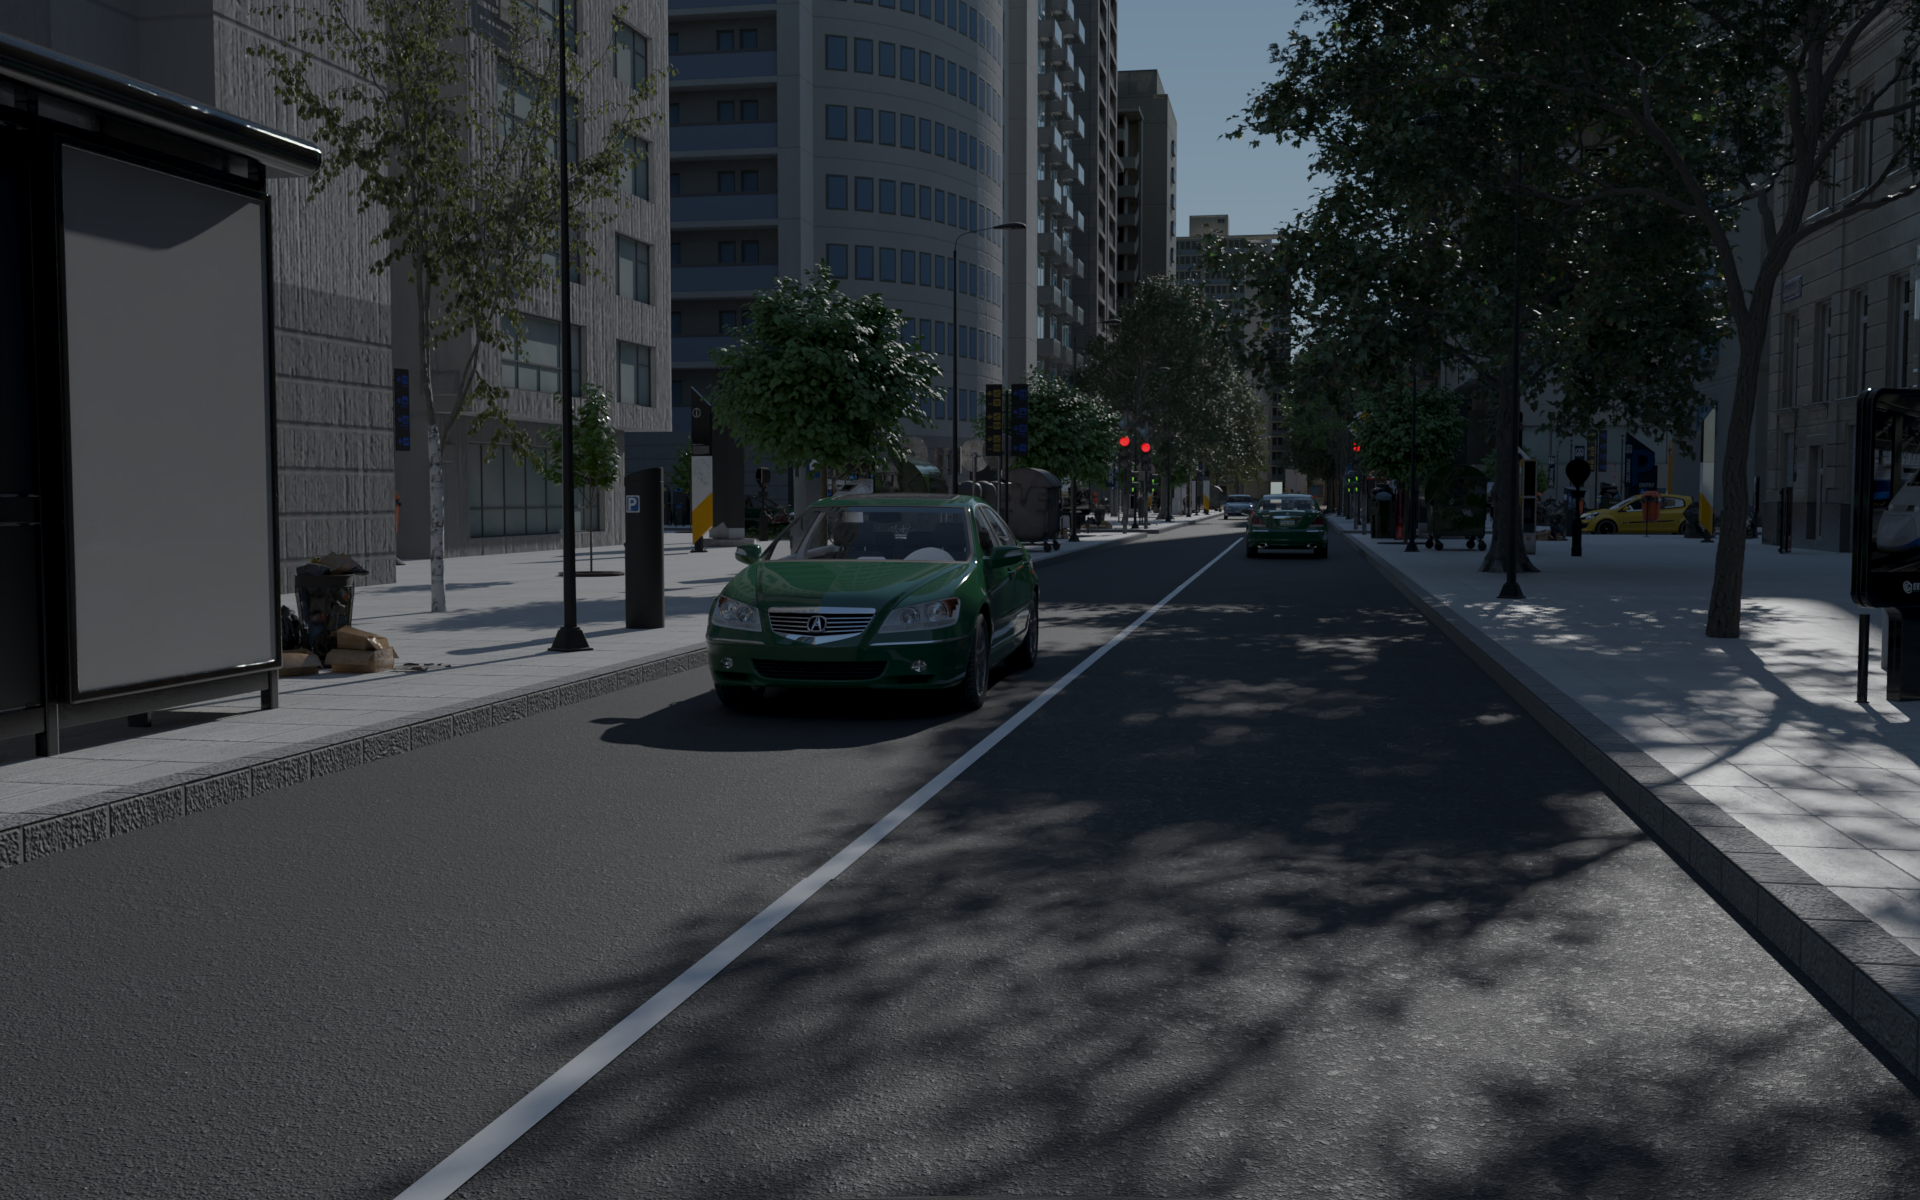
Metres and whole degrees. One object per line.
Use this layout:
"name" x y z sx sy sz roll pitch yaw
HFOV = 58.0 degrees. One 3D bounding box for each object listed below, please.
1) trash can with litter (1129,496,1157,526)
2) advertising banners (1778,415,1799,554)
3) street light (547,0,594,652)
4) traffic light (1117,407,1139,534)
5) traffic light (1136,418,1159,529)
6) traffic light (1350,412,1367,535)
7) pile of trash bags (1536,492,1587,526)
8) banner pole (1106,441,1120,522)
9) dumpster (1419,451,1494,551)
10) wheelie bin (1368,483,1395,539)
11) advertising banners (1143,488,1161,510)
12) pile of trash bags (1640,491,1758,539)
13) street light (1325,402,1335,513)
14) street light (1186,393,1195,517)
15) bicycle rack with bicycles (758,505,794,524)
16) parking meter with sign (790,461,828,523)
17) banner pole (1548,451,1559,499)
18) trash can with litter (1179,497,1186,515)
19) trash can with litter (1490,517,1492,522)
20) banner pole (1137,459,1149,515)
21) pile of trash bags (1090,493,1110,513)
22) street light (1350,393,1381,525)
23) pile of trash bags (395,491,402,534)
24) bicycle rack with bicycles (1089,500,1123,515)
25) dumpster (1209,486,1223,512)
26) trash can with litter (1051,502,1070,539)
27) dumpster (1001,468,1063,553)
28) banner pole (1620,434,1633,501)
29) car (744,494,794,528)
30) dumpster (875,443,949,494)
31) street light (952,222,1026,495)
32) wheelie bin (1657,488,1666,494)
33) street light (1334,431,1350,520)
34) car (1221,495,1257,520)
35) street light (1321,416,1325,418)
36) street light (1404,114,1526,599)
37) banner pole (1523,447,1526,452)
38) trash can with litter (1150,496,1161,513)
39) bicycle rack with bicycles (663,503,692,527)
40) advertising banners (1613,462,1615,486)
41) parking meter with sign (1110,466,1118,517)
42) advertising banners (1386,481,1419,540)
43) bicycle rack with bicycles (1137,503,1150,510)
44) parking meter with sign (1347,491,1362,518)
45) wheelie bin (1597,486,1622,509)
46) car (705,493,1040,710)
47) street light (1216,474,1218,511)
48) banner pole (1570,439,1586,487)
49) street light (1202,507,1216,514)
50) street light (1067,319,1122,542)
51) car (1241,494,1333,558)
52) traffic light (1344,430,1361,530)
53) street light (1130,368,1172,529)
"trash can with litter" 7.198 -3.637 70.523 1.678 1.210 2.233 1 4 17
"advertising banners" 18.114 -2.546 37.818 0.090 3.025 2.074 2 4 34
"street light" -2.665 -2.531 13.915 1.470 5.913 1.316 1 4 11
"traffic light" 5.349 -4.097 55.901 0.839 4.253 0.868 1 4 11
"traffic light" 6.872 -4.576 63.740 0.839 4.253 0.868 1 4 11
"traffic light" 12.726 -4.010 54.489 0.839 4.253 0.868 1 4 11
"pile of trash bags" 24.036 -3.621 68.948 1.912 1.369 3.447 0 4 -2
"banner pole" 7.032 -5.440 78.958 0.863 3.779 0.401 2 4 24
"dumpster" 11.352 -2.275 39.686 1.502 2.255 1.985 1 4 11
"wheelie bin" 12.197 -2.573 49.971 0.693 1.594 0.980 -1 4 -14
"advertising banners" 15.344 -8.626 137.229 2.074 3.025 0.090 -1 4 -23
"pile of trash bags" 21.651 -2.512 50.830 1.912 1.369 3.447 -3 5 -44
"street light" 15.921 -6.048 71.428 1.470 5.913 1.316 1 4 11
"street light" 10.156 -6.558 79.767 1.470 5.913 1.316 1 4 11
"bicycle rack with bicycles" -4.866 -2.679 57.189 2.925 0.926 2.852 3 5 42
"parking meter with sign" -2.445 -1.976 28.566 0.543 3.016 1.738 -1 4 -20
"banner pole" 34.289 -6.729 100.031 0.401 3.779 0.863 -2 4 -34
"trash can with litter" 13.805 -5.813 106.437 0.624 1.170 1.055 -2 4 -28
"trash can with litter" 25.194 -4.234 80.284 1.678 1.210 2.233 -1 4 -9
"banner pole" 11.447 -7.217 108.018 0.863 3.779 0.401 -2 4 -24
"pile of trash bags" 9.439 -6.764 120.341 1.912 1.369 3.447 0 4 0
"street light" 9.512 -4.029 38.419 1.470 5.913 1.316 1 4 11
"pile of trash bags" -18.058 -2.619 52.581 3.447 1.369 1.912 2 4 32
"bicycle rack with bicycles" 7.699 -5.556 104.217 2.852 0.926 2.925 -2 4 -24
"dumpster" 17.935 -7.153 122.713 1.264 1.857 1.865 1 4 11
"trash can with litter" 2.705 -2.327 49.440 0.624 1.170 1.055 2 4 31
"dumpster" 1.550 -2.012 38.656 1.264 1.857 1.865 1 4 11
"banner pole" 27.950 -5.060 72.742 0.863 3.779 0.401 -2 4 -27
"car" -7.484 -3.249 62.908 4.222 1.686 2.009 1 4 10
"dumpster" -1.140 -1.861 32.918 1.502 2.255 1.985 1 4 11
"street light" 0.441 -3.506 29.860 1.470 5.913 1.316 1 4 11
"wheelie bin" 35.803 -4.945 88.763 0.980 1.594 0.693 2 4 35
"street light" 12.644 -5.012 54.493 1.470 5.913 1.316 1 4 11
"car" 15.846 -5.276 98.266 2.014 1.417 4.499 1 4 9
"street light" 19.083 -7.023 87.363 1.470 5.913 1.316 1 4 11
"street light" 6.260 -2.980 21.268 1.470 5.913 1.316 1 4 11
"banner pole" 30.069 -6.263 92.424 0.401 3.779 0.863 2 4 25
"trash can with litter" 13.137 -6.311 114.580 1.055 1.170 0.624 -3 5 -39
"bicycle rack with bicycles" -11.885 -3.402 69.002 2.852 0.926 2.925 0 4 1
"advertising banners" 36.374 -6.102 95.958 0.090 3.025 2.074 2 4 31
"parking meter with sign" 8.761 -6.219 97.940 0.543 3.016 1.738 1 4 9
"advertising banners" 12.281 -3.189 48.329 0.090 3.025 2.074 3 5 42
"bicycle rack with bicycles" 12.556 -6.876 125.800 2.925 0.926 2.852 -2 4 -26
"parking meter with sign" 21.269 -5.867 92.189 1.738 3.016 0.543 -3 5 -42
"wheelie bin" 25.607 -3.689 68.223 0.980 1.594 0.693 0 4 -8
"car" -0.494 -0.082 13.146 2.131 1.459 4.920 1 4 10
"street light" 16.462 -8.543 112.227 1.470 5.913 1.316 1 4 11
"banner pole" 27.967 -5.423 78.687 0.863 3.779 0.401 3 5 42
"street light" 13.205 -7.534 95.725 1.470 5.913 1.316 1 4 11
"street light" 3.602 -4.512 46.316 1.470 5.913 1.316 1 4 11
"car" 7.596 -1.742 40.282 2.131 1.459 4.920 1 4 10
"traffic light" 14.249 -4.490 62.328 0.839 4.253 0.868 1 4 11
"street light" 7.012 -5.582 63.808 1.470 5.913 1.316 1 4 11
